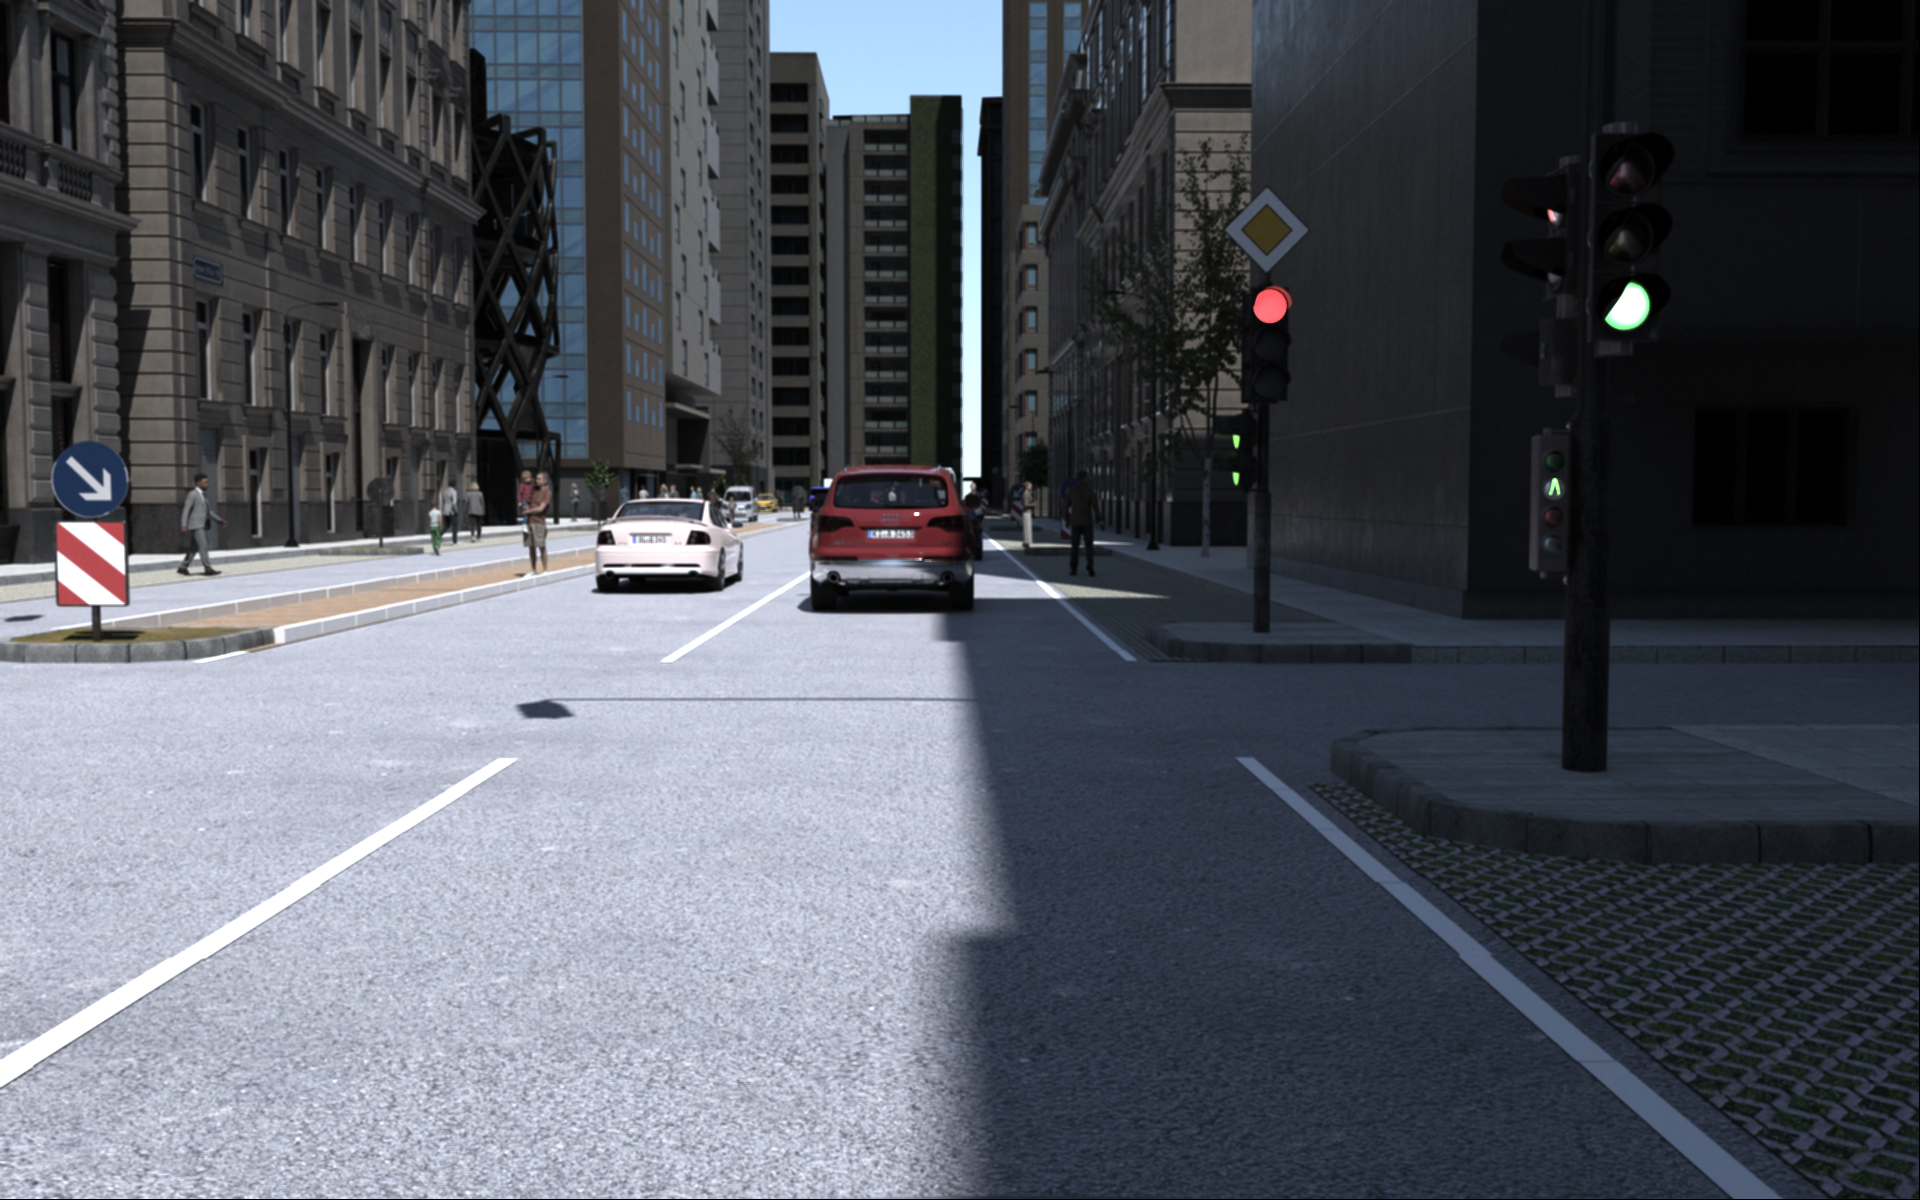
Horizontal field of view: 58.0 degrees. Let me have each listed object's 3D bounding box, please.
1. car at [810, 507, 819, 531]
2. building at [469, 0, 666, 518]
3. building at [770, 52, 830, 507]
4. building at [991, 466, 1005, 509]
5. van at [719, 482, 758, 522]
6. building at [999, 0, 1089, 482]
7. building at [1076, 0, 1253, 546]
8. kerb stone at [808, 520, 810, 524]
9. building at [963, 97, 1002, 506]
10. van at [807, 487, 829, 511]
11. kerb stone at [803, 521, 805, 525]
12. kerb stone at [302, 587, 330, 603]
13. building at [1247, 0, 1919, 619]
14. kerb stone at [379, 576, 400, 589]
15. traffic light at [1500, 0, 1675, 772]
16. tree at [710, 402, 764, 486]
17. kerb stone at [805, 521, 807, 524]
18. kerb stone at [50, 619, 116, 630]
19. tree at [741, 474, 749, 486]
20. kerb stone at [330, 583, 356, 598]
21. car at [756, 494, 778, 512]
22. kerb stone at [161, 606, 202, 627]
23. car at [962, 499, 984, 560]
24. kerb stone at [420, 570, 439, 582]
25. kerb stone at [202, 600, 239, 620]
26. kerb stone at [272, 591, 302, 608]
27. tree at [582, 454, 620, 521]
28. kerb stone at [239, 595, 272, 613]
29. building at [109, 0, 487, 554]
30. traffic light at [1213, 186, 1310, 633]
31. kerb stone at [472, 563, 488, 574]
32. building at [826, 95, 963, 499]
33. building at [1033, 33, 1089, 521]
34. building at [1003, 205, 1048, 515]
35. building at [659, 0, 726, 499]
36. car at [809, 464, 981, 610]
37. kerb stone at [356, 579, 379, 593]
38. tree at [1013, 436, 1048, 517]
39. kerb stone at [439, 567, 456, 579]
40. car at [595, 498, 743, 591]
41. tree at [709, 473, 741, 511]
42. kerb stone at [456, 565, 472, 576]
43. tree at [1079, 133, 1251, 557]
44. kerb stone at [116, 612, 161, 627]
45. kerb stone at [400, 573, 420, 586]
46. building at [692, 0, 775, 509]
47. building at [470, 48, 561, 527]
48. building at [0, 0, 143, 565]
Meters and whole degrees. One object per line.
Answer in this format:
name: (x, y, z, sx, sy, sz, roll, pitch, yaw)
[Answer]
car: (-4.582, -3.183, 64.619, 1.945, 1.354, 3.894, 0, 4, 1)
building: (-24.745, -27.351, 97.298, 14.600, 45.320, 14.200, 0, 4, -1)
building: (-24.876, -34.237, 183.482, 21.600, 48.544, 21.300, 0, 4, -1)
building: (13.445, -43.884, 155.759, 20.563, 71.187, 20.611, 0, 4, -1)
van: (-11.283, -4.989, 88.588, 2.013, 2.044, 4.112, 0, 4, -2)
building: (10.551, -29.904, 139.040, 14.600, 45.320, 14.200, 0, 4, -1)
building: (10.637, -15.692, 53.828, 12.463, 27.353, 25.104, 0, 4, -1)
kerb stone: (-7.368, -3.695, 82.638, 0.120, 0.150, 1.000, 0, 4, -1)
building: (14.801, -32.503, 186.044, 28.867, 44.769, 22.147, 0, 4, -1)
van: (-11.850, -8.841, 148.935, 2.240, 2.365, 5.245, 0, 4, 1)
kerb stone: (-7.328, -3.508, 79.557, 0.120, 0.150, 1.000, 0, 4, -1)
kerb stone: (-8.688, -0.052, 23.131, 0.120, 0.150, 1.000, 0, 4, -1)
building: (19.974, -12.442, 22.492, 30.058, 24.678, 14.314, 0, 4, -1)
kerb stone: (-8.730, -0.245, 26.200, 0.120, 0.150, 1.000, 0, 4, -1)
traffic light: (0.797, -2.028, 7.825, 4.771, 5.953, 1.251, 0, 4, -1)
tree: (-17.882, -11.577, 139.645, 4.360, 8.622, 3.978, 0, 3, 0)
kerb stone: (-7.336, -3.568, 80.586, 0.120, 0.150, 1.000, 0, 4, -1)
kerb stone: (-8.603, 0.320, 16.986, 0.120, 0.150, 1.000, 0, 4, -1)
tree: (-18.230, -9.083, 143.107, 1.663, 3.219, 1.824, 0, 3, 0)
kerb stone: (-8.692, -0.113, 24.154, 0.120, 0.150, 1.000, 0, 4, -1)
car: (-15.261, -7.675, 135.706, 2.015, 1.641, 3.980, 0, 4, -1)
kerb stone: (-8.629, 0.194, 19.030, 0.120, 0.150, 1.000, 0, 4, -1)
car: (-0.409, -1.605, 38.829, 1.945, 1.354, 3.894, 0, 4, -2)
kerb stone: (-8.747, -0.370, 28.246, 0.120, 0.150, 1.000, 0, 4, -1)
kerb stone: (-8.645, 0.133, 20.054, 0.120, 0.150, 1.000, 0, 4, -1)
kerb stone: (-8.677, 0.006, 22.109, 0.120, 0.150, 1.000, 0, 4, -1)
tree: (-17.389, -5.417, 83.165, 1.663, 3.219, 1.824, 0, 3, 0)
kerb stone: (-8.657, 0.068, 21.081, 0.120, 0.150, 1.000, 0, 4, -1)
building: (-22.384, -15.334, 47.977, 12.463, 27.353, 25.104, 0, 4, -1)
traffic light: (2.782, -1.655, 15.978, 0.839, 4.253, 0.868, 0, 4, -1)
kerb stone: (-8.787, -0.552, 31.339, 0.120, 0.150, 1.000, 0, 4, -1)
building: (-6.768, -30.430, 181.120, 14.086, 41.232, 14.154, 0, 4, -1)
building: (10.608, -14.492, 78.740, 13.314, 21.916, 24.055, 0, 4, -1)
building: (17.339, -16.716, 118.345, 27.650, 21.520, 28.899, 0, 4, -1)
building: (-31.151, -32.328, 117.797, 28.713, 52.752, 27.495, 0, 4, -1)
car: (-0.850, -0.874, 22.960, 2.281, 1.827, 5.304, 0, 4, -1)
kerb stone: (-8.705, -0.179, 25.178, 0.120, 0.150, 1.000, 0, 4, -1)
tree: (4.499, -6.988, 97.967, 4.285, 4.588, 4.351, 0, 3, 0)
kerb stone: (-8.762, -0.433, 29.287, 0.120, 0.150, 1.000, 0, 4, -1)
car: (-4.464, -0.892, 26.944, 2.083, 1.381, 4.827, 0, 4, -2)
tree: (-18.459, -8.564, 134.629, 1.663, 3.219, 1.824, 0, 3, 0)
kerb stone: (-8.775, -0.497, 30.316, 0.120, 0.150, 1.000, 0, 4, -1)
tree: (4.851, -5.198, 35.351, 4.737, 8.622, 4.395, 0, 3, 0)
kerb stone: (-8.616, 0.256, 18.008, 0.120, 0.150, 1.000, 0, 4, -1)
kerb stone: (-8.744, -0.302, 27.223, 0.120, 0.150, 1.000, 0, 4, -1)
building: (-28.182, -43.903, 156.068, 20.611, 71.187, 20.563, 0, 4, -1)
building: (-24.931, -12.335, 69.125, 16.820, 18.784, 16.811, 0, 4, -1)
building: (-21.660, -12.017, 25.355, 11.050, 23.489, 19.941, 0, 4, -1)
